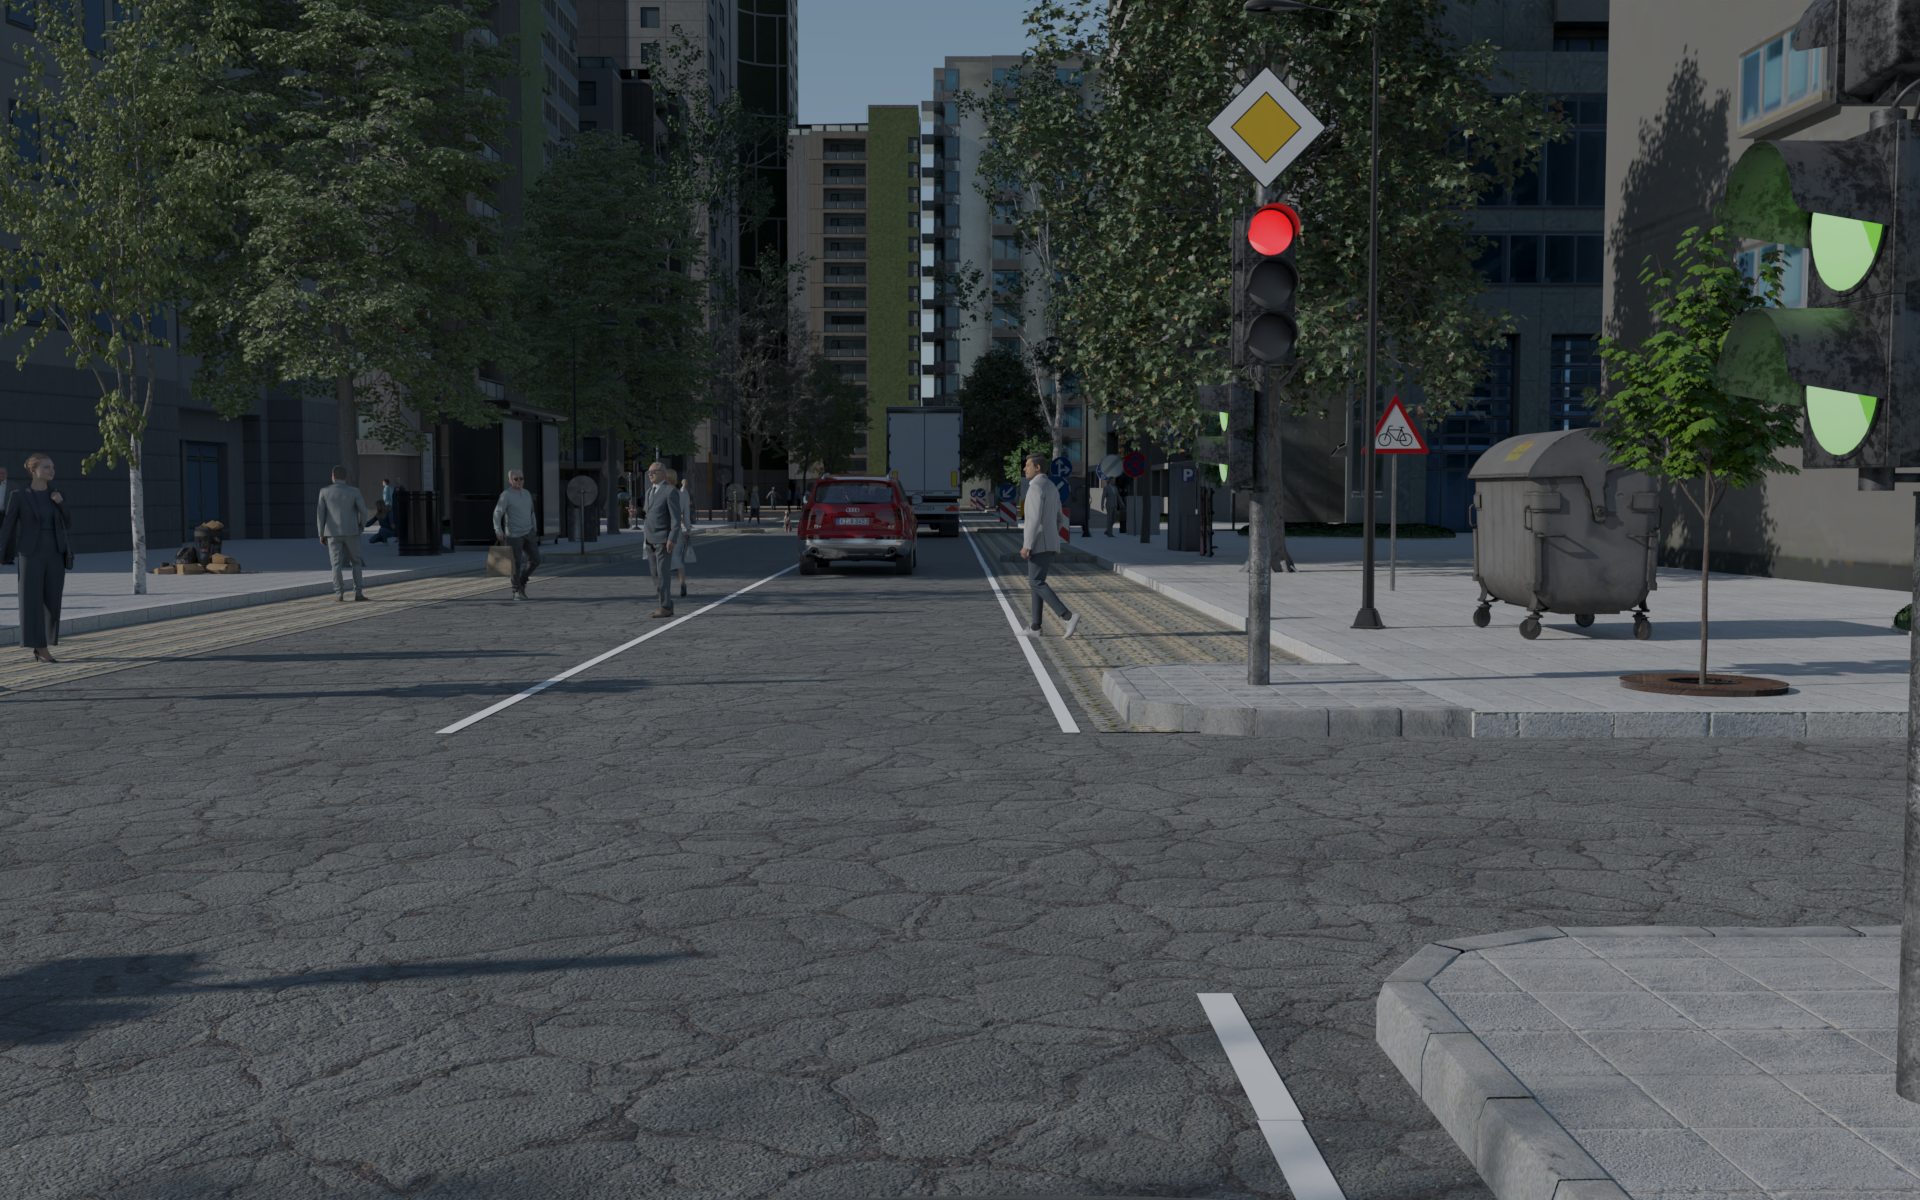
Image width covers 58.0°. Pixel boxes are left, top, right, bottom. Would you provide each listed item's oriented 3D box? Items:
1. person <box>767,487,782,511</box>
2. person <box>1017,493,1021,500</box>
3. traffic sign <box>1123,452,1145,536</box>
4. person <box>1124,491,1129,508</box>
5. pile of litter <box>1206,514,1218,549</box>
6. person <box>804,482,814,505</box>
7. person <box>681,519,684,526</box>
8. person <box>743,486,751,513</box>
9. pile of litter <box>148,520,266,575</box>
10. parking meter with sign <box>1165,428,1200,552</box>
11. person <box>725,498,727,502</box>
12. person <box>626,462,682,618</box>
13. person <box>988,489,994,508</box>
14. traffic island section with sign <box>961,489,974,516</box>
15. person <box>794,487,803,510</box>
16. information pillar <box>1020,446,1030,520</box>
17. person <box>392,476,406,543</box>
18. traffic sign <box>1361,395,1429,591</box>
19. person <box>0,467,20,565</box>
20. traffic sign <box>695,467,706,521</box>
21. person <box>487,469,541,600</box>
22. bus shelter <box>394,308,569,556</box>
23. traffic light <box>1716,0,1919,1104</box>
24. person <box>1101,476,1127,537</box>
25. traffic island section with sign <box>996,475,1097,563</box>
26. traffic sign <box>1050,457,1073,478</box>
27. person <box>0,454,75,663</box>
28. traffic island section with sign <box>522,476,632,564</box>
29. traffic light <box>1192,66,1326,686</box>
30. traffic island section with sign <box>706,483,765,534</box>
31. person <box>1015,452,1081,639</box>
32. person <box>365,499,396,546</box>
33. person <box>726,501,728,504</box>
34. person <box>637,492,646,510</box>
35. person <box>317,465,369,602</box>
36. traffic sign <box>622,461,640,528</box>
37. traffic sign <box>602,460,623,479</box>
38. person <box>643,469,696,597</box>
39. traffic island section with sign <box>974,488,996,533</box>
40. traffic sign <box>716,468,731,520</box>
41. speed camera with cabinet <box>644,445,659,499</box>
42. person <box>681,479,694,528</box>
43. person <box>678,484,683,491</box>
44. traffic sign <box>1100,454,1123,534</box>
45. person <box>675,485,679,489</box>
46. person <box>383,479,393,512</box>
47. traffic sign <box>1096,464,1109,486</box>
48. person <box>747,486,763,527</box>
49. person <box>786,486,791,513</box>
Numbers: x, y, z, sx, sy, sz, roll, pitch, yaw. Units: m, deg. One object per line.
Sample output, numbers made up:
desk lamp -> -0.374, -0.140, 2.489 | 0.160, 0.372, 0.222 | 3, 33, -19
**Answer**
person -> -14.504, -7.875, 134.878 | 1.350, 1.814, 0.705 | -2, 4, -35
person -> 3.769, -5.676, 99.570 | 1.217, 1.735, 0.721 | 3, 5, 40
traffic sign -> 5.319, -3.209, 52.578 | 0.768, 2.556, 0.104 | 1, 4, 9
person -> 10.016, -6.057, 105.602 | 0.750, 1.759, 0.617 | 2, 4, 35
pile of litter -> 5.522, -1.664, 41.170 | 1.176, 0.858, 1.719 | 0, 3, 0
person -> -4.514, -2.628, 51.738 | 0.793, 1.790, 0.793 | 3, 5, 40
person -> -11.117, -3.612, 69.776 | 0.332, 1.250, 0.352 | 0, 4, 4
person -> -14.278, -6.644, 114.761 | 0.705, 1.812, 1.348 | 3, 5, 43
pile of litter -> -12.164, -0.856, 27.954 | 1.719, 0.858, 1.176 | 1, 4, 9
parking meter with sign -> 5.025, -2.628, 39.229 | 0.543, 3.016, 1.738 | -1, 4, -13
person -> -15.748, -6.698, 118.808 | 1.065, 1.426, 0.557 | 2, 4, 26
person -> -3.571, -0.707, 20.243 | 0.661, 1.801, 0.590 | 3, 5, 43
person -> 2.924, -9.400, 160.400 | 0.551, 1.740, 0.621 | -3, 4, -37
traffic island section with sign -> 1.239, -6.426, 113.694 | 1.989, 1.847, 2.006 | 0, 4, 0
person -> -13.135, -8.285, 141.496 | 0.705, 1.826, 1.348 | 3, 5, 39
information pillar -> 3.192, -5.717, 84.822 | 0.504, 3.616, 0.183 | -1, 4, -15
person -> -14.842, -2.412, 45.904 | 0.576, 1.772, 0.534 | 1, 4, 19
traffic sign -> 5.724, -1.397, 22.848 | 0.884, 2.594, 0.081 | 0, 4, 1
person -> -17.224, -1.515, 31.203 | 0.661, 1.777, 0.834 | -2, 4, -23
traffic sign -> -12.620, -5.091, 83.234 | 0.884, 2.594, 0.081 | 0, 4, 7
person -> -6.035, -0.877, 23.318 | 0.515, 1.767, 0.782 | 2, 4, 32
bus shelter -> -11.065, -3.812, 39.964 | 2.179, 5.291, 8.768 | 0, 4, 0
traffic light -> 2.057, -0.896, 3.573 | 0.839, 4.253, 0.868 | 0, 4, 0
person -> 4.540, -2.784, 51.682 | 0.709, 1.813, 0.853 | -3, 5, -42
traffic island section with sign -> 1.848, -1.716, 36.680 | 1.989, 1.847, 2.006 | 0, 4, 0
traffic sign -> 3.454, -3.609, 59.105 | 0.768, 2.556, 0.104 | 0, 4, 5
person -> -7.837, -0.352, 14.679 | 0.534, 1.772, 0.576 | 1, 4, 19
traffic island section with sign -> -7.975, -1.695, 36.342 | 1.989, 1.847, 2.006 | 0, 4, 0
traffic light -> 1.995, -1.384, 11.557 | 0.839, 4.253, 0.868 | 0, 4, 0
traffic island section with sign -> -8.186, -3.345, 63.319 | 1.989, 1.847, 2.006 | 0, 4, 0
person -> 0.879, -0.539, 17.161 | 0.795, 1.843, 0.661 | 2, 4, 27
person -> -14.256, -1.910, 42.766 | 1.012, 1.151, 0.738 | 2, 4, 26
person -> -12.361, -5.113, 92.864 | 0.599, 1.433, 0.991 | 0, 4, 6
person -> -18.251, -5.529, 99.672 | 0.697, 1.427, 0.421 | 0, 4, 4
person -> -8.194, -0.882, 23.016 | 0.635, 1.810, 0.391 | -2, 4, -25
traffic sign -> -12.455, -3.999, 65.485 | 0.768, 2.556, 0.104 | 0, 4, 8
traffic sign -> -12.442, -3.783, 61.962 | 0.768, 2.556, 0.104 | 0, 4, 6
person -> -4.059, -0.940, 24.217 | 0.694, 1.780, 0.624 | -1, 4, -22
traffic island section with sign -> 1.630, -3.373, 63.781 | 1.989, 1.847, 2.006 | 0, 4, 0
traffic sign -> -11.718, -5.247, 85.891 | 0.768, 2.556, 0.104 | 0, 4, 3
speed camera with cabinet -> -11.295, -4.245, 63.749 | 0.660, 3.252, 2.038 | -1, 4, -9
person -> -10.489, -3.659, 65.751 | 0.818, 1.842, 0.514 | -1, 4, -19
person -> -14.567, -5.190, 90.914 | 0.705, 1.822, 1.348 | -1, 4, -12
traffic sign -> 4.875, -3.400, 55.698 | 0.768, 2.556, 0.104 | 0, 4, 3
person -> -16.154, -5.671, 98.749 | 0.705, 1.826, 1.348 | 0, 4, -5
person -> -19.981, -3.342, 60.710 | 0.620, 1.820, 0.660 | 0, 4, -1
traffic sign -> 5.618, -4.060, 66.487 | 0.768, 2.556, 0.104 | 0, 4, 3
person -> -9.020, -4.107, 75.826 | 0.728, 1.800, 0.709 | -2, 4, -34
person -> -11.652, -6.824, 117.597 | 0.705, 1.826, 1.348 | -1, 4, -9
